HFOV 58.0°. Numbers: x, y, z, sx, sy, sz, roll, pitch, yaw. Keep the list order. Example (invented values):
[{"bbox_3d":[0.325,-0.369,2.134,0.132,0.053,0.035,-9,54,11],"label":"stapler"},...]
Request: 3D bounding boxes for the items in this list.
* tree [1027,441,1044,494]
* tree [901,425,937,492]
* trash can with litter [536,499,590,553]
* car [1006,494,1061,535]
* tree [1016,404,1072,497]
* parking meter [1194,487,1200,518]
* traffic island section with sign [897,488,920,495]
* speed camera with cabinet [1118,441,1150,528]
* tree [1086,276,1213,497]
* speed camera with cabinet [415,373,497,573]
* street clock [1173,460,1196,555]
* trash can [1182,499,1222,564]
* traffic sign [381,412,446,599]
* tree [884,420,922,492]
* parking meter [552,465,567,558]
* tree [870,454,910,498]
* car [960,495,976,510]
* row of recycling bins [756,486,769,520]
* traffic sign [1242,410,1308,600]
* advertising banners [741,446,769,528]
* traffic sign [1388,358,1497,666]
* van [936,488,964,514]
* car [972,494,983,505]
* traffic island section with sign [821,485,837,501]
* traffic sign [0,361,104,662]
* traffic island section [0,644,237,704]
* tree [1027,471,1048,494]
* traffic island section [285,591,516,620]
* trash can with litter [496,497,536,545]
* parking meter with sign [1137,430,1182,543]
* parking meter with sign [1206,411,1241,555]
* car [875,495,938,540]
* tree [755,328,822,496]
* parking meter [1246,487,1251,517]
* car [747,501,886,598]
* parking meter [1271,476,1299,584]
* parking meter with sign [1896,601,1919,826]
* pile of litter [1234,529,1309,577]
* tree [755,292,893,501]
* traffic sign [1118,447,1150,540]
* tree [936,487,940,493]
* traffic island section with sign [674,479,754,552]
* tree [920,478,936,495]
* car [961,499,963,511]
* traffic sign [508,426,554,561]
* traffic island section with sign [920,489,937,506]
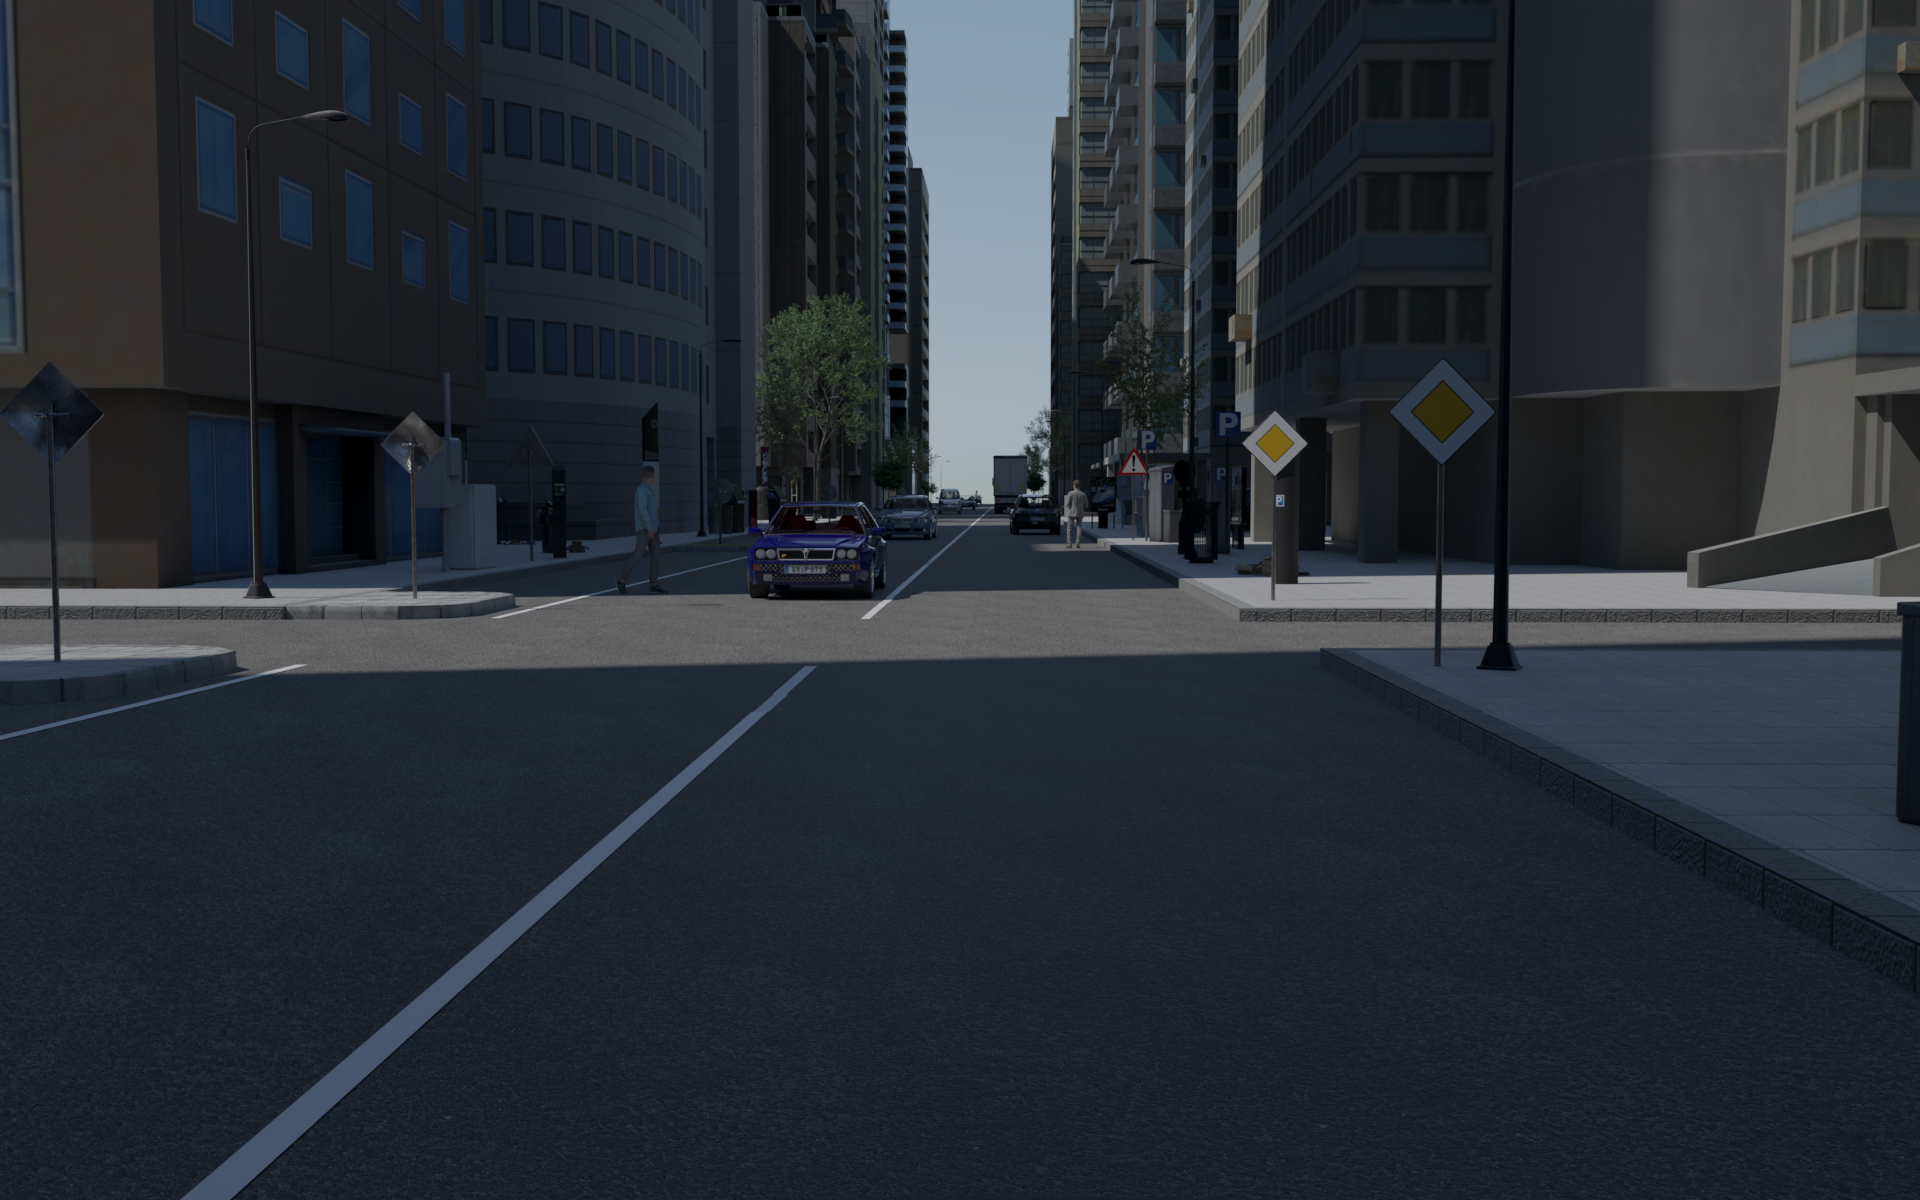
[{"bbox_3d":[10.401,-18.256,248.840,4.737,8.622,4.395,0,3,0],"label":"tree"},{"bbox_3d":[-4.323,-14.353,185.027,4.360,8.622,3.978,0,3,0],"label":"tree"},{"bbox_3d":[-8.672,-1.617,37.817,1.055,1.170,0.624,-2,4,-29],"label":"trash can with litter"},{"bbox_3d":[2.692,-3.225,62.516,2.009,1.686,4.222,0,4,0],"label":"car"},{"bbox_3d":[9.290,-15.050,180.487,7.601,10.594,8.767,-2,4,-27],"label":"tree"},{"bbox_3d":[8.778,-3.448,64.792,0.372,1.533,0.369,0,3,0],"label":"parking meter"},{"bbox_3d":[-3.997,-6.818,120.096,1.989,1.847,2.006,0,4,2],"label":"traffic island section with sign"},{"bbox_3d":[6.789,-4.263,64.040,2.038,3.252,0.660,3,5,44],"label":"speed camera with cabinet"},{"bbox_3d":[6.519,-6.675,59.501,4.737,8.622,4.395,0,3,0],"label":"tree"},{"bbox_3d":[-8.463,-2.124,29.061,0.660,3.252,2.038,1,4,8],"label":"speed camera with cabinet"},{"bbox_3d":[4.765,-1.971,36.798,0.358,2.002,0.471,-2,4,-35],"label":"street clock"},{"bbox_3d":[4.489,-1.255,32.177,0.748,1.137,0.748,0,3,0],"label":"trash can"},{"bbox_3d":[-6.665,-1.070,21.134,0.795,2.450,0.064,0,4,2],"label":"traffic sign"},{"bbox_3d":[-5.791,-13.541,171.749,4.737,8.622,4.395,0,3,0],"label":"tree"},{"bbox_3d":[-8.017,-1.770,34.644,0.255,1.863,0.399,-1,4,-15],"label":"parking meter"},{"bbox_3d":[-5.734,-9.668,141.780,4.285,4.588,4.351,0,3,0],"label":"tree"},{"bbox_3d":[0.516,-8.783,156.186,1.945,1.354,3.894,0,4,1],"label":"car"},{"bbox_3d":[-10.754,-4.824,85.983,3.534,1.692,1.069,3,5,41],"label":"row of recycling bins"},{"bbox_3d":[3.774,-1.051,20.830,0.795,2.450,0.064,0,4,2],"label":"traffic sign"},{"bbox_3d":[-7.570,-4.094,63.116,0.090,3.025,2.074,2,4,31],"label":"advertising banners"},{"bbox_3d":[3.557,-0.563,12.848,0.795,2.450,0.064,0,4,2],"label":"traffic sign"},{"bbox_3d":[-0.735,-7.180,124.406,2.013,2.044,4.112,0,3,0],"label":"van"},{"bbox_3d":[2.149,-13.875,238.865,2.014,1.417,4.499,0,4,1],"label":"car"},{"bbox_3d":[-5.334,-3.817,71.038,1.989,1.847,2.006,0,4,2],"label":"traffic island section with sign"},{"bbox_3d":[-6.883,-0.582,13.152,0.795,2.450,0.064,0,4,2],"label":"traffic sign"},{"bbox_3d":[-6.907,0.555,13.214,2.009,0.180,2.903,0,4,2],"label":"traffic island section"},{"bbox_3d":[10.232,-15.326,234.298,4.285,4.588,4.351,0,3,0],"label":"tree"},{"bbox_3d":[-6.689,0.066,21.196,2.009,0.180,2.903,0,4,2],"label":"traffic island section"},{"bbox_3d":[-11.435,-2.007,43.877,2.233,1.210,1.678,1,4,20],"label":"trash can with litter"},{"bbox_3d":[5.373,-3.058,46.255,0.543,3.016,1.738,-1,4,-21],"label":"parking meter with sign"},{"bbox_3d":[5.608,-2.516,37.394,0.543,3.016,1.738,0,4,-2],"label":"parking meter with sign"},{"bbox_3d":[-1.689,-2.676,55.752,2.014,1.417,4.499,0,4,3],"label":"car"},{"bbox_3d":[-7.889,-7.681,75.950,4.360,8.622,3.978,0,3,0],"label":"tree"},{"bbox_3d":[10.674,-3.400,64.002,0.372,1.533,0.369,0,3,0],"label":"parking meter"},{"bbox_3d":[-2.019,-0.764,25.064,1.945,1.354,3.894,0,4,1],"label":"car"},{"bbox_3d":[4.644,-0.997,24.715,0.372,1.533,0.369,0,3,0],"label":"parking meter"},{"bbox_3d":[4.522,-0.647,6.844,1.738,3.016,0.543,-1,4,-23],"label":"parking meter with sign"},{"bbox_3d":[4.956,-0.830,27.531,1.176,0.858,1.719,1,4,10],"label":"pile of litter"},{"bbox_3d":[-7.292,-9.988,89.061,9.928,11.665,9.643,0,3,0],"label":"tree"},{"bbox_3d":[4.828,-2.946,48.178,0.884,2.594,0.081,0,4,7],"label":"traffic sign"},{"bbox_3d":[-3.639,-14.976,239.462,1.663,3.219,1.824,0,3,0],"label":"tree"},{"bbox_3d":[-6.074,-2.147,43.738,1.989,1.847,2.006,0,4,2],"label":"traffic island section with sign"},{"bbox_3d":[-4.173,-12.904,205.583,1.663,3.219,1.824,0,3,0],"label":"tree"},{"bbox_3d":[-0.696,-8.346,146.245,2.009,1.686,4.222,0,4,3],"label":"car"},{"bbox_3d":[-8.170,-2.016,32.973,0.884,2.594,0.081,0,4,2],"label":"traffic sign"},{"bbox_3d":[-3.252,-8.505,147.691,1.989,1.847,2.006,0,4,2],"label":"traffic island section with sign"}]
